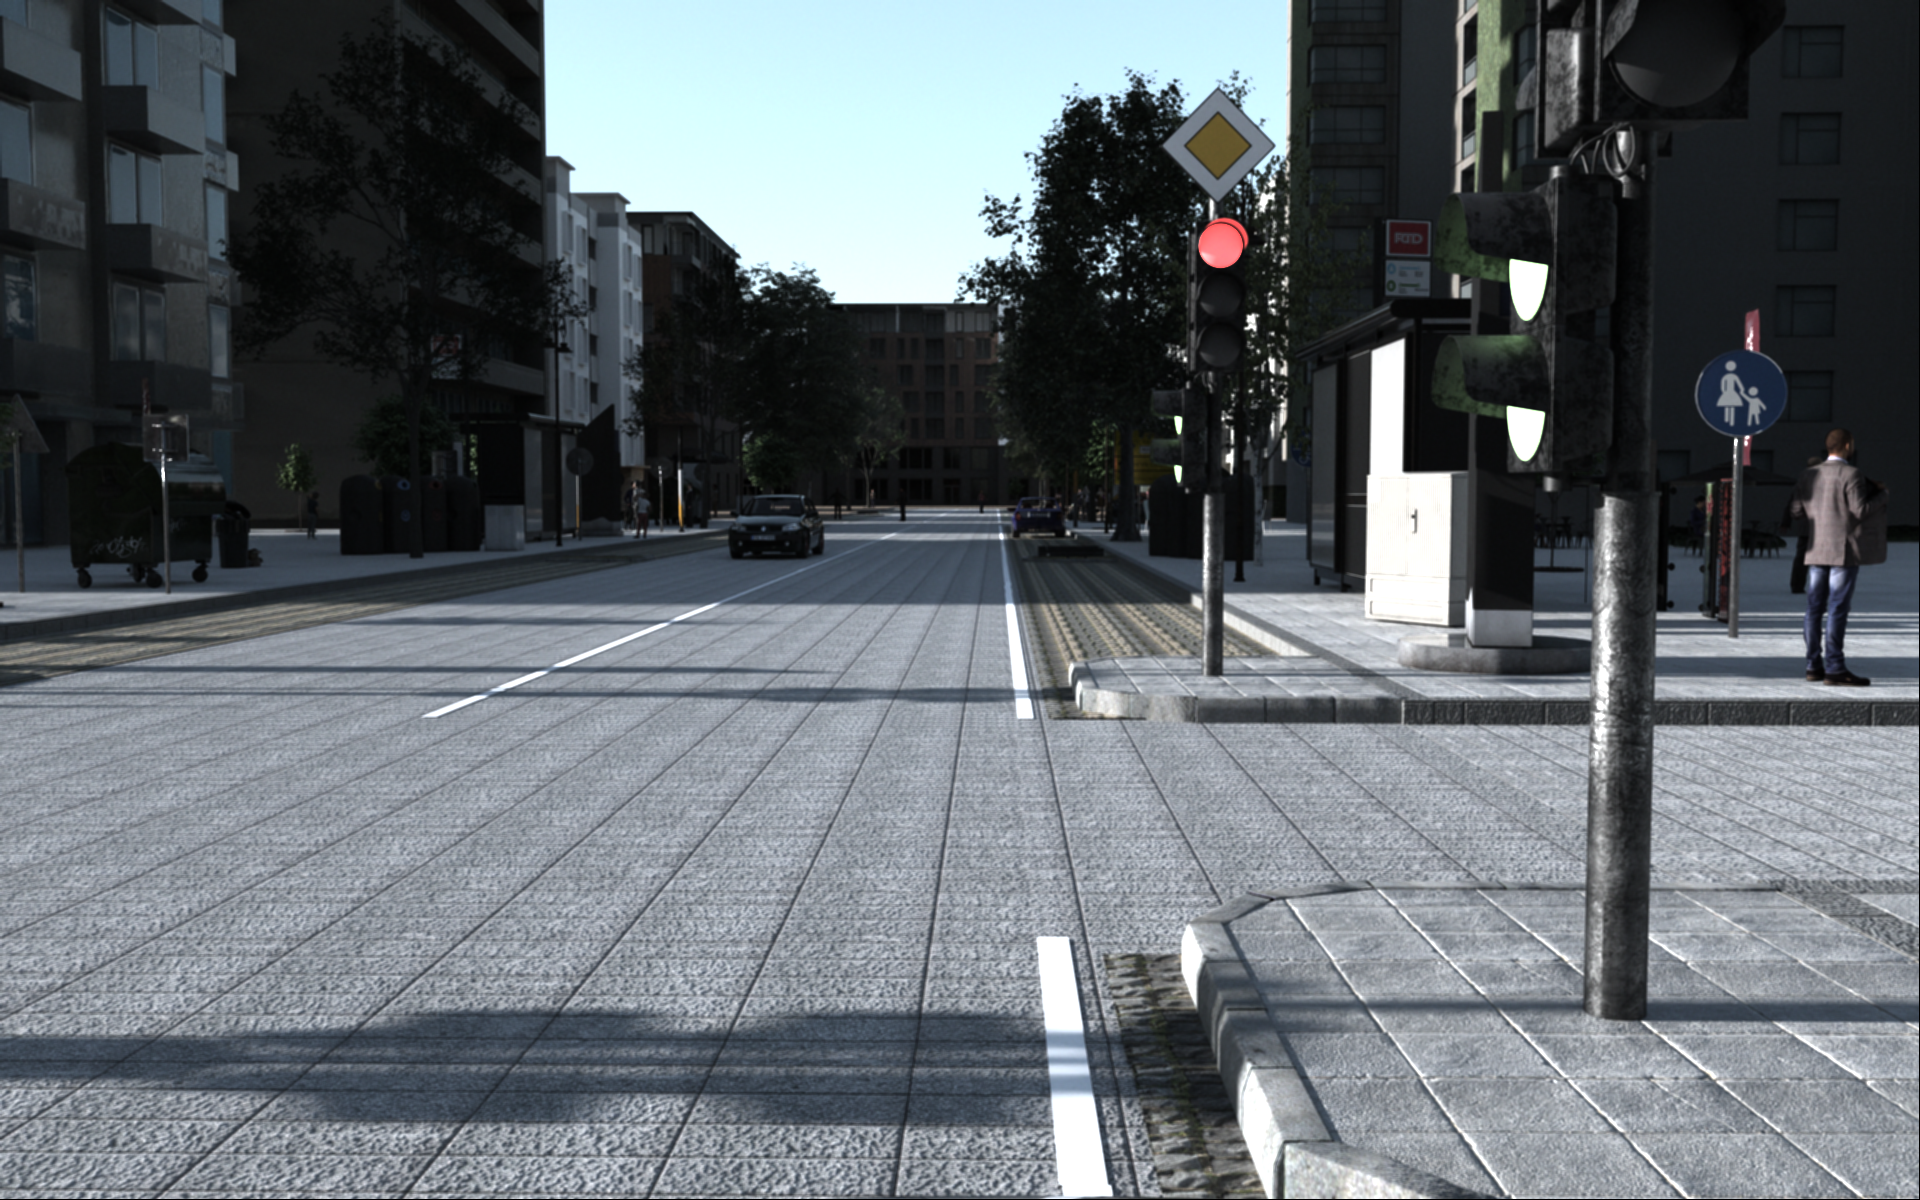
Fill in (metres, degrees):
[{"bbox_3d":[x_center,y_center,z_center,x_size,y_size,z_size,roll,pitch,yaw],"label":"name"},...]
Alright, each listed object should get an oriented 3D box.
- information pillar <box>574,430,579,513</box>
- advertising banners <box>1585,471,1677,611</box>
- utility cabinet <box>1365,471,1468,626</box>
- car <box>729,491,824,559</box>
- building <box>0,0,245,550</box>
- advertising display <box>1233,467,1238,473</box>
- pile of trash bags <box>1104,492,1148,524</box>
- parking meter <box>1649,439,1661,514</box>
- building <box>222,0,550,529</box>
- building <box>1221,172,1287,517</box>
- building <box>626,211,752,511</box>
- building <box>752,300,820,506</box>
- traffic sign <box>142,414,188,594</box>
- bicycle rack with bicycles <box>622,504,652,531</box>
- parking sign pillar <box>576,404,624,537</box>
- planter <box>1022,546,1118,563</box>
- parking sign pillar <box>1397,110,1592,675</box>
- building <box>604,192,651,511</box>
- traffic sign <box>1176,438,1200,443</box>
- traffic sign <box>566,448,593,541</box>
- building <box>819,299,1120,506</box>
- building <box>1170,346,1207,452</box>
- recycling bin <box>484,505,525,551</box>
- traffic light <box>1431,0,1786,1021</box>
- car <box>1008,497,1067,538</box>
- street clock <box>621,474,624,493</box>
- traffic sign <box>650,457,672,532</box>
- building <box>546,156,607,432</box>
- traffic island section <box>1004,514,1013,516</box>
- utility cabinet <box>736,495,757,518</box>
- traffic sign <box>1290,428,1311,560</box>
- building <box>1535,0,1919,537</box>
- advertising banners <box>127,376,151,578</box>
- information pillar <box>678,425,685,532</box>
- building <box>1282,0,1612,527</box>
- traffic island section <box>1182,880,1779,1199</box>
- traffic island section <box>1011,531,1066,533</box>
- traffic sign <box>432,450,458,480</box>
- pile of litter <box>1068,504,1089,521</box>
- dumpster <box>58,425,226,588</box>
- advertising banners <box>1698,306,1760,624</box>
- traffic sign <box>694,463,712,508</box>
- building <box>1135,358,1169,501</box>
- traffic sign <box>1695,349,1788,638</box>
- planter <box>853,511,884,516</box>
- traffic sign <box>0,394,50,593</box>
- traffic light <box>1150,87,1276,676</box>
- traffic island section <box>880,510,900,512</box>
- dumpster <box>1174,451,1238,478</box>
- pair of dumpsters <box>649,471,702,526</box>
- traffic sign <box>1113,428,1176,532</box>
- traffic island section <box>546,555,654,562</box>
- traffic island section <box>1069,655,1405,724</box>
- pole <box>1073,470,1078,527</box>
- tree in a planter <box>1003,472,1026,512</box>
[{"bbox_3d":[-12.631,-4.005,56.837,0.183,3.616,0.504,-3,5,-43],"label":"information pillar"},{"bbox_3d":[7.490,-1.443,19.784,0.090,3.025,2.074,-1,4,-14],"label":"advertising banners"},{"bbox_3d":[4.511,-0.515,17.095,0.318,1.500,1.173,-2,4,-28],"label":"utility cabinet"},{"bbox_3d":[-4.179,-1.833,39.753,2.009,1.686,4.222,0,4,3],"label":"car"},{"bbox_3d":[-31.867,-25.626,38.586,23.786,49.044,30.456,0,4,1],"label":"building"},{"bbox_3d":[6.651,-2.225,41.599,0.123,1.923,0.974,1,4,16],"label":"advertising display"},{"bbox_3d":[7.571,-4.042,75.836,1.912,1.369,3.447,1,4,21],"label":"pile of trash bags"},{"bbox_3d":[6.217,-0.625,15.923,0.399,1.863,0.255,1,4,20],"label":"parking meter"},{"bbox_3d":[-30.749,-27.452,72.550,21.300,48.544,21.600,0,4,1],"label":"building"},{"bbox_3d":[25.874,-14.506,103.631,16.747,18.905,31.486,0,4,1],"label":"building"},{"bbox_3d":[-35.314,-18.091,139.763,32.646,21.610,27.936,0,4,1],"label":"building"},{"bbox_3d":[-30.524,-21.550,196.315,32.646,21.610,27.936,0,4,1],"label":"building"},{"bbox_3d":[-10.189,-1.229,22.229,0.606,2.300,0.079,0,4,6],"label":"traffic sign"},{"bbox_3d":[-12.049,-2.898,60.772,2.852,0.926,2.925,0,4,-4],"label":"bicycle rack with bicycles"},{"bbox_3d":[-10.909,-3.906,52.341,1.447,3.967,1.447,2,4,25],"label":"parking sign pillar"},{"bbox_3d":[2.313,-0.965,36.925,1.991,0.319,1.994,0,4,1],"label":"planter"},{"bbox_3d":[4.031,-1.493,12.884,1.447,3.967,1.447,1,4,14],"label":"parking sign pillar"},{"bbox_3d":[-27.960,-15.319,106.894,16.016,20.091,11.380,0,4,1],"label":"building"},{"bbox_3d":[4.902,-2.299,37.687,0.768,2.556,0.104,1,4,9],"label":"traffic sign"},{"bbox_3d":[-10.436,-2.899,47.512,0.768,2.556,0.104,0,4,3],"label":"traffic sign"},{"bbox_3d":[2.121,-21.524,195.891,32.646,21.610,27.936,0,4,1],"label":"building"},{"bbox_3d":[26.357,-16.502,136.258,16.747,18.905,31.486,0,4,1],"label":"building"},{"bbox_3d":[-10.304,-1.629,39.187,0.722,1.027,0.722,0,4,2],"label":"recycling bin"},{"bbox_3d":[1.603,-0.933,4.175,0.839,4.253,0.868,0,4,1],"label":"traffic light"},{"bbox_3d":[2.571,-2.732,57.241,1.945,1.354,3.894,0,4,1],"label":"car"},{"bbox_3d":[-11.707,-3.336,59.108,0.471,2.002,0.358,1,4,17],"label":"street clock"},{"bbox_3d":[-10.177,-3.603,59.014,0.768,2.556,0.104,0,4,7],"label":"traffic sign"},{"bbox_3d":[-28.945,-14.607,95.245,16.016,20.091,11.380,0,4,1],"label":"building"},{"bbox_3d":[3.925,-5.594,114.334,1.991,0.108,1.994,0,4,1],"label":"traffic island section"},{"bbox_3d":[-9.911,-4.256,80.747,1.020,1.237,0.306,0,4,-6],"label":"utility cabinet"},{"bbox_3d":[6.769,-2.047,33.568,0.768,2.556,0.104,1,4,9],"label":"traffic sign"},{"bbox_3d":[23.801,-22.860,57.350,14.154,41.232,14.086,0,4,1],"label":"building"},{"bbox_3d":[-12.595,-1.857,26.545,0.090,3.025,2.074,-2,4,-34],"label":"advertising banners"},{"bbox_3d":[-9.455,-4.116,58.652,0.183,3.616,0.504,-1,4,-16],"label":"information pillar"},{"bbox_3d":[21.952,-24.211,79.437,14.154,41.232,14.086,0,4,1],"label":"building"},{"bbox_3d":[1.643,1.100,4.288,2.009,0.180,2.903,0,4,1],"label":"traffic island section"},{"bbox_3d":[2.882,-2.508,63.869,1.991,0.108,1.994,0,4,1],"label":"traffic island section"},{"bbox_3d":[-11.945,-2.328,40.187,0.606,2.300,0.079,0,4,2],"label":"traffic sign"},{"bbox_3d":[5.870,-4.307,84.385,1.176,0.858,1.719,3,4,38],"label":"pile of litter"},{"bbox_3d":[-11.462,-1.334,24.312,1.502,2.255,1.985,0,4,1],"label":"dumpster"},{"bbox_3d":[7.649,-1.287,17.232,0.090,3.025,2.074,1,4,12],"label":"advertising banners"},{"bbox_3d":[-10.509,-4.321,70.759,0.768,2.556,0.104,1,4,9],"label":"traffic sign"},{"bbox_3d":[24.406,-20.373,189.517,11.380,20.091,16.016,0,4,1],"label":"building"},{"bbox_3d":[6.903,-0.934,15.384,0.768,2.556,0.104,1,4,9],"label":"traffic sign"},{"bbox_3d":[-6.029,-5.696,114.261,1.991,0.319,1.994,0,4,1],"label":"planter"},{"bbox_3d":[-12.230,-1.376,22.501,0.884,2.594,0.081,1,4,9],"label":"traffic sign"},{"bbox_3d":[1.769,-1.421,12.158,0.839,4.253,0.868,0,4,1],"label":"traffic light"},{"bbox_3d":[-5.465,-7.238,141.205,1.991,0.108,1.994,0,4,1],"label":"traffic island section"},{"bbox_3d":[5.519,-2.266,39.549,1.502,2.255,1.985,0,4,1],"label":"dumpster"},{"bbox_3d":[-11.830,-4.260,72.142,1.574,2.255,4.437,0,4,1],"label":"pair of dumpsters"},{"bbox_3d":[5.892,-3.660,53.721,2.265,3.308,0.079,0,4,5],"label":"traffic sign"},{"bbox_3d":[-7.636,-0.872,37.128,1.991,0.108,1.994,0,4,1],"label":"traffic island section"},{"bbox_3d":[1.809,0.612,12.271,2.009,0.180,2.903,0,4,1],"label":"traffic island section"},{"bbox_3d":[4.455,-4.459,66.754,0.158,3.312,0.155,0,3,0],"label":"pole"},{"bbox_3d":[4.516,-8.857,142.032,1.991,3.239,1.994,0,4,1],"label":"tree in a planter"}]
